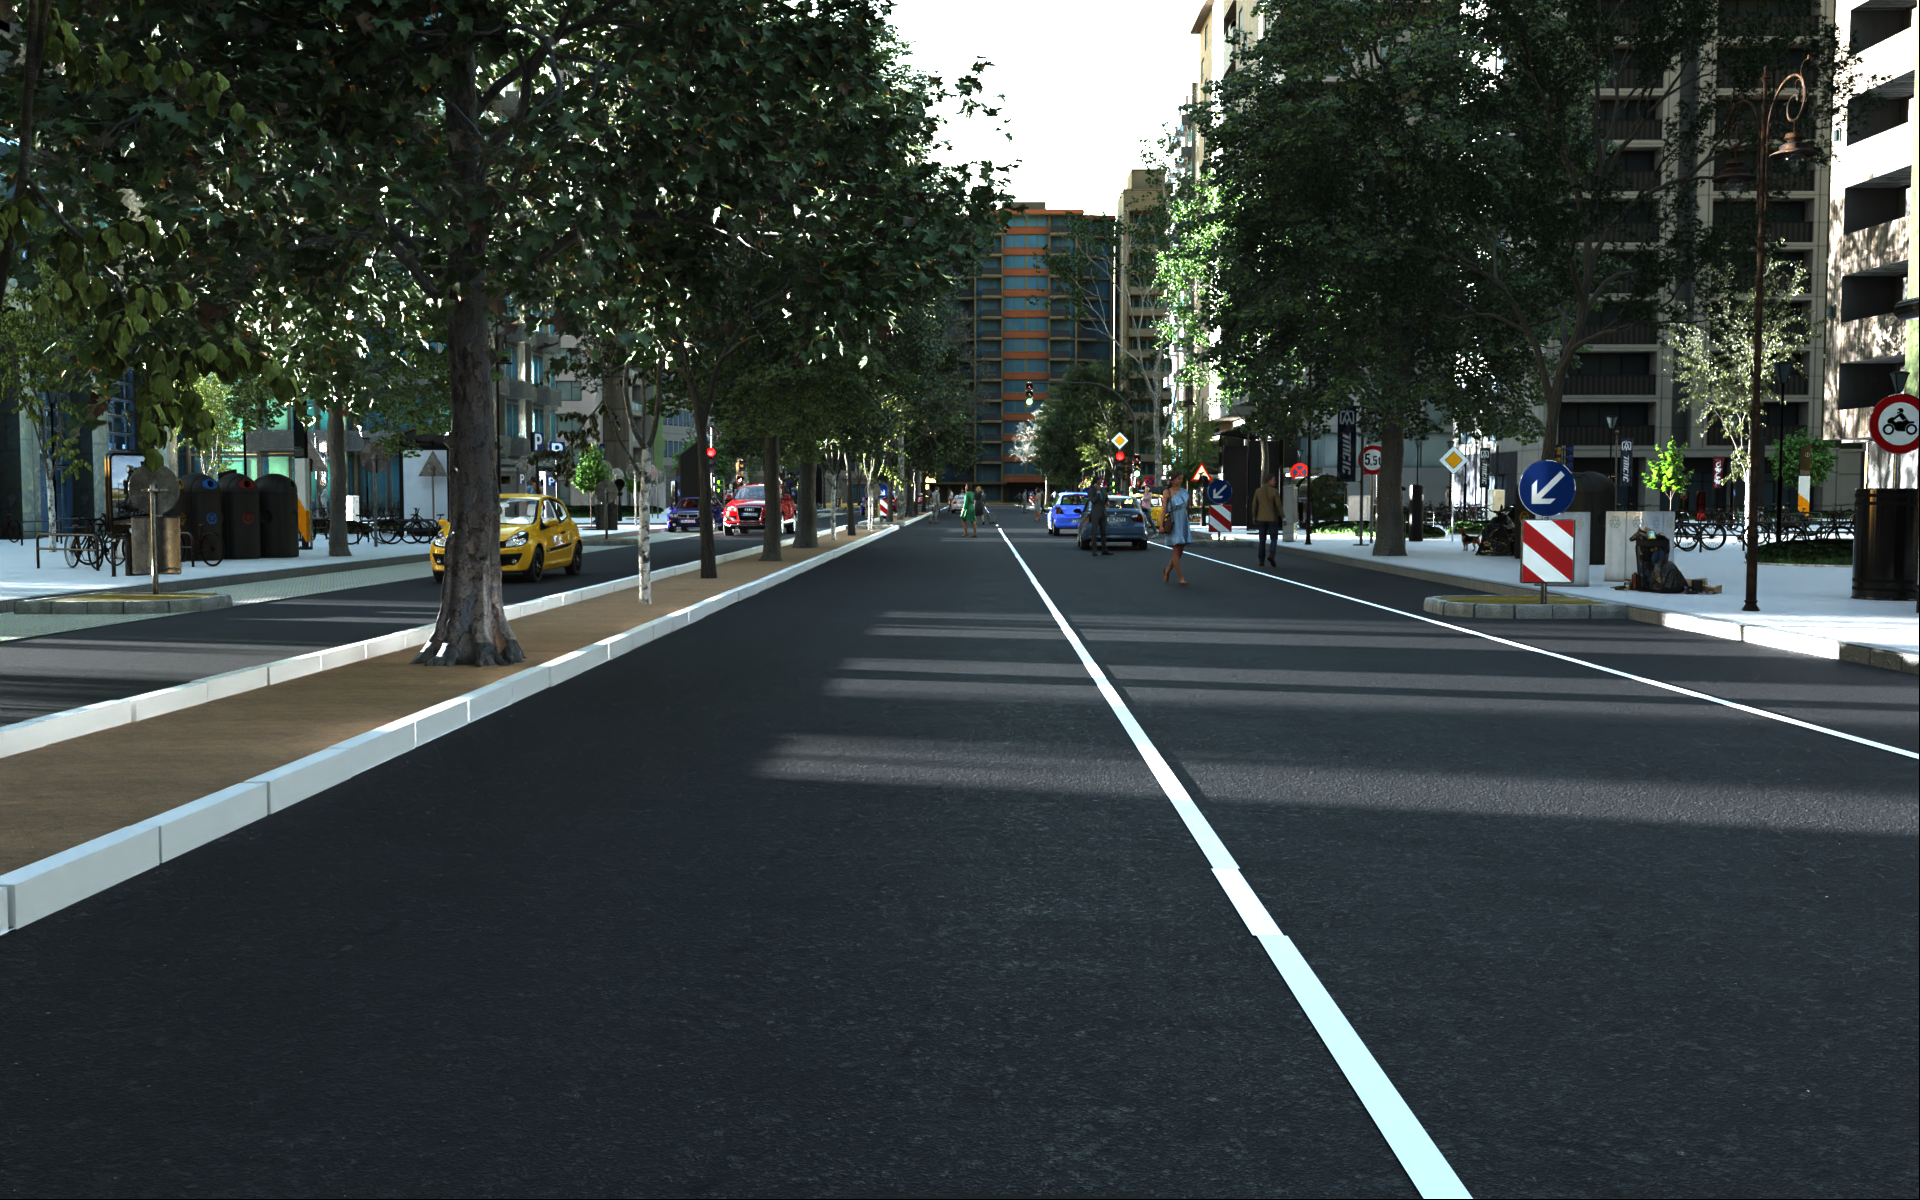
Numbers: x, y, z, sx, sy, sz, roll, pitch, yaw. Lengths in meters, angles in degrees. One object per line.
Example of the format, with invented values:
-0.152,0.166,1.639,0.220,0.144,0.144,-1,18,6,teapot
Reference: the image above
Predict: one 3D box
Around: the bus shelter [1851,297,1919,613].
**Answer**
11.127,-2.415,17.114,2.179,5.291,8.768,0,4,0,bus shelter

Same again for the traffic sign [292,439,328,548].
-15.392,-2.510,41.035,0.884,2.594,0.081,0,4,5,traffic sign

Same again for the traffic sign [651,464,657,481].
-12.866,-4.364,71.465,0.768,2.556,0.104,0,4,4,traffic sign

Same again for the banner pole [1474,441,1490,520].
24.805,-5.654,82.462,0.863,3.779,0.401,1,4,14,banner pole

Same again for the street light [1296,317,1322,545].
8.853,-4.347,43.857,0.468,5.910,1.993,0,4,1,street light

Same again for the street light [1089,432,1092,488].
9.655,-9.467,127.569,0.468,5.910,1.993,0,4,1,street light

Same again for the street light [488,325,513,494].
-12.336,-4.495,46.277,0.468,5.910,1.993,0,4,1,street light

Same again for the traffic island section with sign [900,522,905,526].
-3.526,-4.281,78.126,2.006,1.907,1.989,0,4,1,traffic island section with sign

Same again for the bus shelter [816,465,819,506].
-12.243,-9.050,139.248,1.731,3.624,6.357,0,4,1,bus shelter

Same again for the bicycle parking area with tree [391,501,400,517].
-27.567,-6.182,88.078,8.231,4.147,9.016,1,4,20,bicycle parking area with tree

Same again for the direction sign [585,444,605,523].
-16.381,-5.250,77.835,0.876,3.537,0.379,0,4,-5,direction sign

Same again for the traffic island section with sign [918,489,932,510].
-2.833,-8.876,153.261,2.006,1.907,1.989,0,4,1,traffic island section with sign

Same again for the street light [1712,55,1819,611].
8.692,-2.818,18.857,0.468,5.910,1.993,0,4,1,street light

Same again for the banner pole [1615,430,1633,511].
25.976,-4.768,67.981,0.863,3.779,0.401,0,4,4,banner pole

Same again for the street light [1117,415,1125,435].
9.417,-7.883,101.680,0.468,5.910,1.993,0,4,1,street light

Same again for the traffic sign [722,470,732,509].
-12.237,-5.492,89.900,0.768,2.556,0.104,0,4,8,traffic sign

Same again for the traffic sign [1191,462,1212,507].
9.867,-4.329,70.775,0.884,2.594,0.081,1,4,8,traffic sign

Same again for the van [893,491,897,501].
-8.647,-12.512,211.574,2.013,2.044,4.112,0,4,2,van

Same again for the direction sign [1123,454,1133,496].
9.677,-6.556,99.180,0.876,3.537,0.379,-2,4,-30,direction sign

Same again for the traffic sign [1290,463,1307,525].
13.850,-4.315,70.663,0.768,2.556,0.104,0,4,5,traffic sign

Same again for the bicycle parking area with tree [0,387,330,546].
-21.548,-3.595,45.784,8.231,4.147,9.016,1,4,16,bicycle parking area with tree

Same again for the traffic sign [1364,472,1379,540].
11.242,-2.854,46.662,0.884,2.594,0.081,0,4,2,traffic sign

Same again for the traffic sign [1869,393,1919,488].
11.894,-1.340,22.009,0.768,2.556,0.104,0,4,3,traffic sign

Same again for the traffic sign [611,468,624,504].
-16.738,-5.154,84.367,0.768,2.556,0.104,0,4,7,traffic sign

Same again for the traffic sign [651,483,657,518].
-16.573,-5.571,93.213,0.606,2.300,0.079,0,4,5,traffic sign

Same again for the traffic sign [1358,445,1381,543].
10.710,-2.747,45.019,0.768,2.556,0.104,0,4,2,traffic sign

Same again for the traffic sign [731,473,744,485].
-13.555,-6.430,105.141,0.884,2.594,0.081,0,4,7,traffic sign

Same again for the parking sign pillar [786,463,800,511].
-12.855,-8.932,134.510,1.447,3.967,1.447,1,4,23,parking sign pillar

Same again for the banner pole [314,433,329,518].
-26.034,-4.926,70.550,0.863,3.779,0.401,2,4,28,banner pole

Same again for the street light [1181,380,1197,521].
9.128,-5.900,69.259,0.468,5.910,1.993,0,4,1,street light

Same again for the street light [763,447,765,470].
-11.825,-8.062,104.604,0.468,5.910,1.993,0,4,1,street light

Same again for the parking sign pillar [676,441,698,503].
-12.741,-5.705,81.752,1.447,3.967,1.447,-3,5,-41,parking sign pillar

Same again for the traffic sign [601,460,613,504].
-13.290,-3.929,64.343,0.768,2.556,0.104,0,4,1,traffic sign

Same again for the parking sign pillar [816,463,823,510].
-12.117,-9.520,144.130,1.447,3.967,1.447,0,4,2,parking sign pillar

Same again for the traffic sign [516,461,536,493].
-16.529,-4.024,65.895,0.768,2.556,0.104,0,4,1,traffic sign

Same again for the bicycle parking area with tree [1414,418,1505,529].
21.198,-4.682,63.556,8.231,4.147,9.016,1,4,19,bicycle parking area with tree

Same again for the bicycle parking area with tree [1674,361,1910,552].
19.804,-3.192,39.189,8.231,4.147,9.016,-1,4,-23,bicycle parking area with tree

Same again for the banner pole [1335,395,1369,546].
9.789,-3.250,43.156,0.863,3.779,0.401,0,4,0,banner pole

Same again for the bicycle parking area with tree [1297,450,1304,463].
23.923,-7.734,113.446,8.231,4.147,9.016,-2,4,-30,bicycle parking area with tree

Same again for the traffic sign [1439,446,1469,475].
13.375,-2.885,46.902,0.795,2.593,0.064,1,4,9,traffic sign

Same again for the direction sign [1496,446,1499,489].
25.291,-5.480,81.593,0.379,3.537,0.876,1,4,12,direction sign

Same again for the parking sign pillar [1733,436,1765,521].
36.771,-5.646,80.789,1.447,3.967,1.447,0,4,0,parking sign pillar

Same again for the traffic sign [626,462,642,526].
-12.973,-4.229,69.252,0.768,2.556,0.104,0,4,6,traffic sign

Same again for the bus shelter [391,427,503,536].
-16.250,-3.740,55.080,2.014,3.302,5.546,0,4,0,bus shelter

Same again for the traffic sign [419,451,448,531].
-15.868,-3.192,52.190,0.884,2.594,0.081,0,4,1,traffic sign

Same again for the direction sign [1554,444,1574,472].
27.540,-5.328,79.106,0.876,3.537,0.379,2,4,35,direction sign

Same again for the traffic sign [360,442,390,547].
-14.235,-2.571,42.135,0.768,2.556,0.104,0,4,6,traffic sign

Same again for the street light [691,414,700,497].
-12.005,-6.533,79.603,0.468,5.910,1.993,0,4,1,street light

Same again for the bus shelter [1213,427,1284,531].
10.592,-4.429,63.695,1.731,3.624,6.357,0,4,1,bus shelter

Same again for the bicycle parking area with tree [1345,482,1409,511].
24.890,-6.386,91.410,8.231,4.147,9.016,-3,5,-43,bicycle parking area with tree
